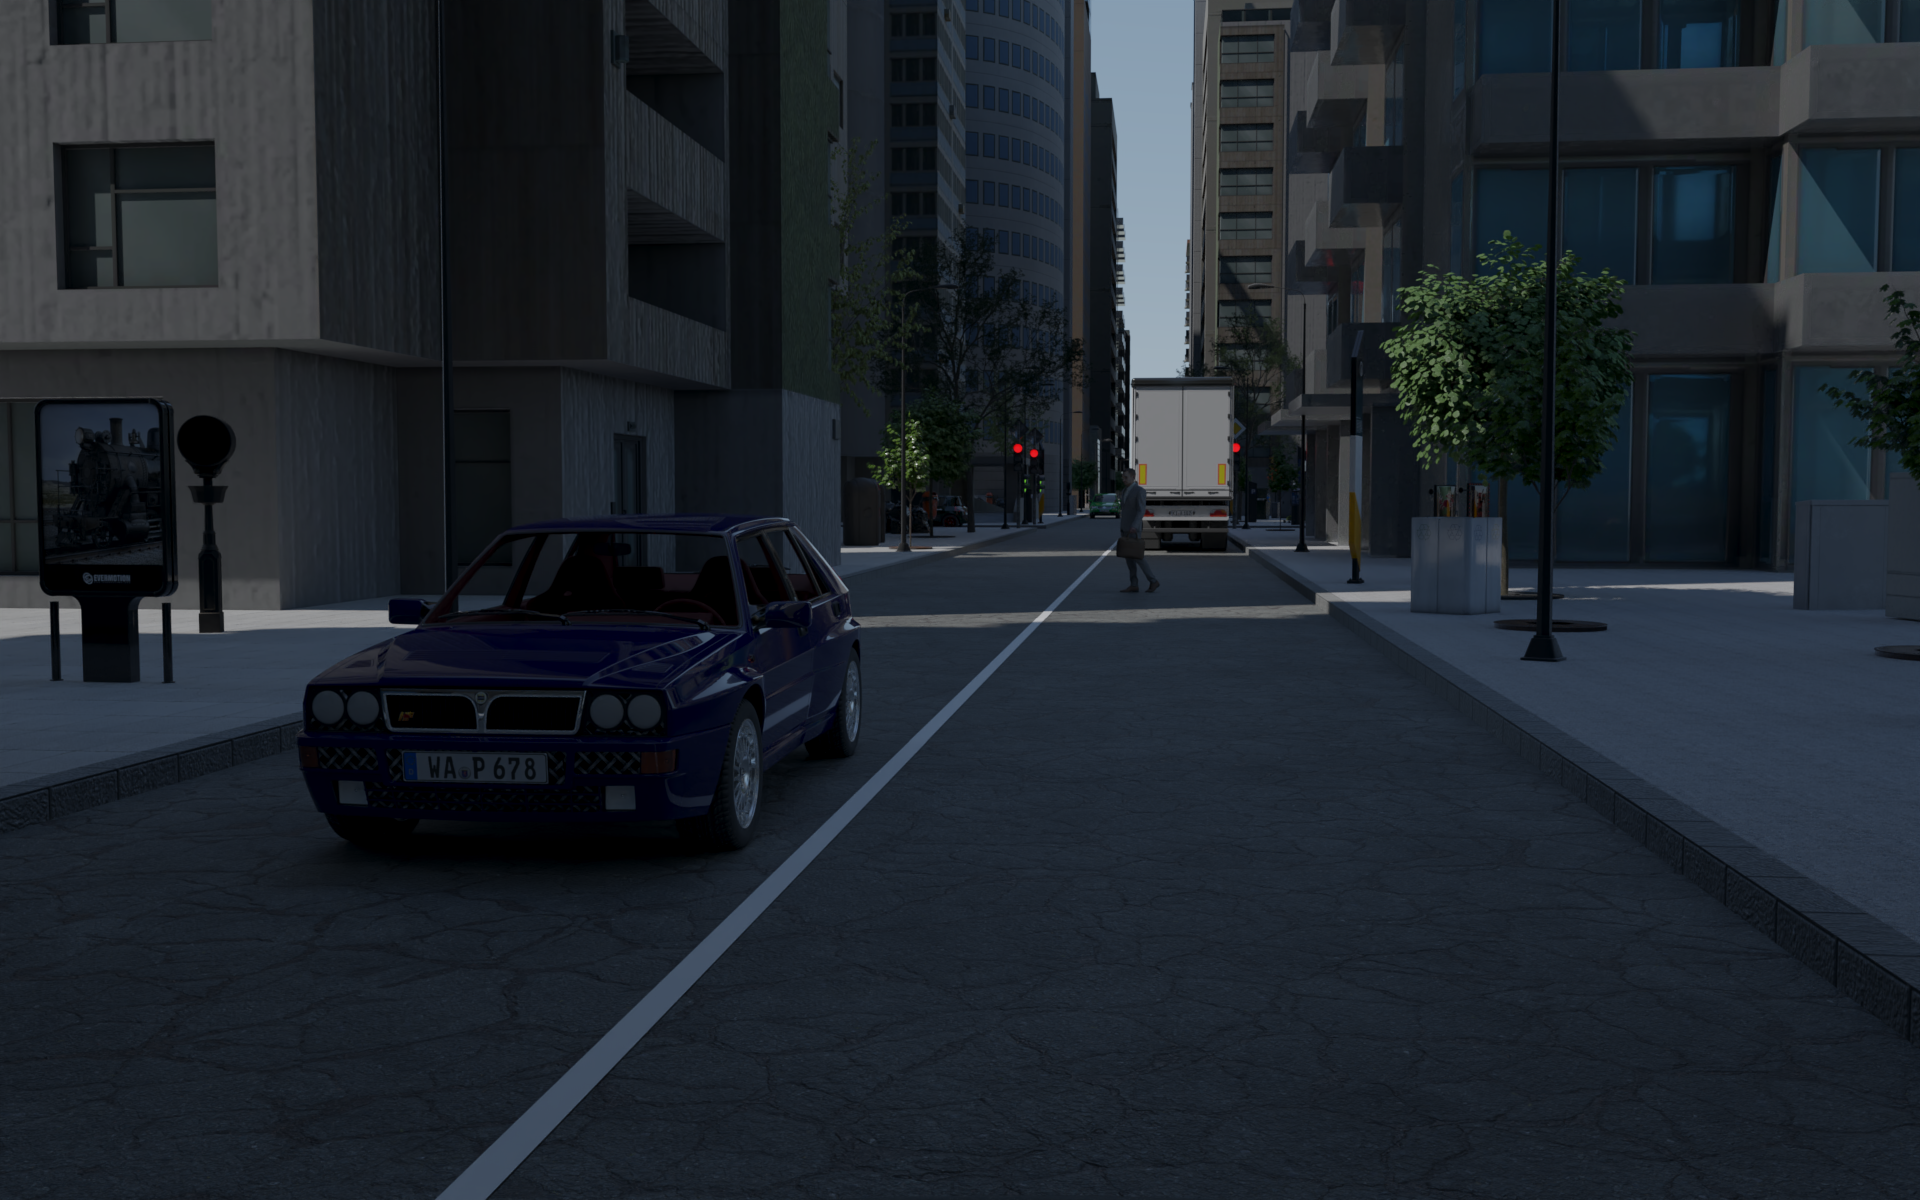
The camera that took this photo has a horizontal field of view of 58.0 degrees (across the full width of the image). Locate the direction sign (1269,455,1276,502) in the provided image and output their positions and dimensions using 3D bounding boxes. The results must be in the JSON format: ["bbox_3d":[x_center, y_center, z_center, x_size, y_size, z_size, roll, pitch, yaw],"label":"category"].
[{"bbox_3d":[18.268,-6.622,100.263,0.876,3.537,0.379,-1,4,-12],"label":"direction sign"}]

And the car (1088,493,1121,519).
[{"bbox_3d":[8.579,-5.713,102.209,1.959,1.807,4.718,0,4,6],"label":"car"}]

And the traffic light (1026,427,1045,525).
[{"bbox_3d":[3.145,-5.121,72.656,0.839,4.253,0.868,0,4,7],"label":"traffic light"}]

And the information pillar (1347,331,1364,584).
[{"bbox_3d":[5.656,-2.041,24.727,0.183,3.616,0.504,2,4,24],"label":"information pillar"}]

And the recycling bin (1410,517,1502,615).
[{"bbox_3d":[5.377,-0.380,18.770,0.722,1.027,0.722,-3,5,-44],"label":"recycling bin"}]

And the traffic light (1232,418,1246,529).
[{"bbox_3d":[10.113,-4.580,63.808,0.839,4.253,0.868,0,4,7],"label":"traffic light"}]

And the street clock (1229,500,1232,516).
[{"bbox_3d":[15.565,-5.838,100.022,0.471,2.002,0.358,2,4,35],"label":"street clock"}]

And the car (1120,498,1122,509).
[{"bbox_3d":[16.041,-9.228,162.873,2.014,1.417,4.499,1,4,9],"label":"car"}]

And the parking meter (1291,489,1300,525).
[{"bbox_3d":[13.904,-3.872,71.712,0.372,1.533,0.369,0,3,0],"label":"parking meter"}]

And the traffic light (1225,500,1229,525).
[{"bbox_3d":[11.053,-5.065,71.738,0.839,4.253,0.868,0,4,7],"label":"traffic light"}]

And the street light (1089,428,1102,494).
[{"bbox_3d":[9.101,-9.141,121.999,1.470,5.913,1.316,0,4,7],"label":"street light"}]

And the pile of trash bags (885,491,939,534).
[{"bbox_3d":[-1.771,-2.877,56.787,1.912,1.369,3.447,2,4,32],"label":"pile of trash bags"}]

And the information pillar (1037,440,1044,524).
[{"bbox_3d":[3.544,-5.140,75.387,0.183,3.616,0.504,-1,4,-17],"label":"information pillar"}]

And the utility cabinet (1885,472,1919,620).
[{"bbox_3d":[9.768,-0.525,17.270,0.318,1.500,1.173,0,4,-6],"label":"utility cabinet"}]

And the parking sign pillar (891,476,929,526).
[{"bbox_3d":[-1.877,-4.618,63.973,1.447,3.967,1.447,1,4,9],"label":"parking sign pillar"}]

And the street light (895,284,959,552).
[{"bbox_3d":[-0.718,-4.030,38.437,1.470,5.913,1.316,0,4,7],"label":"street light"}]

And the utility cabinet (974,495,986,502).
[{"bbox_3d":[1.164,-5.918,107.925,1.020,1.237,0.306,-1,4,-11],"label":"utility cabinet"}]

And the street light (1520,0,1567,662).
[{"bbox_3d":[3.976,-2.492,13.285,1.470,5.913,1.316,0,4,7],"label":"street light"}]

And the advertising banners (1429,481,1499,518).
[{"bbox_3d":[7.435,-1.756,24.900,2.074,3.025,0.090,-3,4,-37],"label":"advertising banners"}]

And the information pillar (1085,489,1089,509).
[{"bbox_3d":[10.841,-8.755,147.636,0.304,2.012,0.304,0,4,-4],"label":"information pillar"}]

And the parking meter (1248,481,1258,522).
[{"bbox_3d":[13.228,-4.436,78.237,0.399,1.863,0.255,0,4,-4],"label":"parking meter"}]

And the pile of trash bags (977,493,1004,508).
[{"bbox_3d":[1.765,-5.816,104.850,1.912,1.369,3.447,0,4,-1],"label":"pile of trash bags"}]

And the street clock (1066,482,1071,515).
[{"bbox_3d":[6.559,-6.132,104.833,0.358,2.002,0.471,0,4,6],"label":"street clock"}]

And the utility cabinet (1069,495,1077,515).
[{"bbox_3d":[6.995,-5.878,107.270,0.306,1.237,1.020,1,4,15],"label":"utility cabinet"}]

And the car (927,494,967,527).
[{"bbox_3d":[-1.649,-3.583,68.368,4.222,1.686,2.009,0,4,7],"label":"car"}]

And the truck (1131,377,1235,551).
[{"bbox_3d":[6.015,-3.562,47.160,2.839,4.237,11.283,0,4,7],"label":"truck"}]

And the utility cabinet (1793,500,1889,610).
[{"bbox_3d":[9.843,-0.498,19.302,1.020,1.237,0.306,0,4,-8],"label":"utility cabinet"}]

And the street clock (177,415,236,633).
[{"bbox_3d":[-6.943,-0.700,16.010,0.471,2.002,0.358,-1,4,-12],"label":"street clock"}]

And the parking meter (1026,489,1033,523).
[{"bbox_3d":[3.070,-4.236,77.664,0.372,1.533,0.369,0,3,0],"label":"parking meter"}]

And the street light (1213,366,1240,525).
[{"bbox_3d":[9.895,-5.534,63.021,1.470,5.913,1.316,0,4,7],"label":"street light"}]

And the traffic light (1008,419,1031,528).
[{"bbox_3d":[2.205,-4.636,64.727,0.839,4.253,0.868,0,4,7],"label":"traffic light"}]

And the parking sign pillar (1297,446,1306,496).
[{"bbox_3d":[19.332,-6.573,95.934,1.447,3.967,1.447,1,4,16],"label":"parking sign pillar"}]

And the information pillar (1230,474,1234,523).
[{"bbox_3d":[12.015,-5.181,76.067,0.183,3.616,0.504,-1,4,-15],"label":"information pillar"}]

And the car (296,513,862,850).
[{"bbox_3d":[-1.568,0.264,8.272,1.945,1.354,3.894,0,4,6],"label":"car"}]

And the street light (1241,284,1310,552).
[{"bbox_3d":[7.047,-4.023,38.309,1.470,5.913,1.316,0,4,7],"label":"street light"}]

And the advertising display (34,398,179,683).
[{"bbox_3d":[-5.800,-0.402,11.783,0.974,1.923,0.123,1,4,10],"label":"advertising display"}]

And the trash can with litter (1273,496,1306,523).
[{"bbox_3d":[14.981,-3.996,76.390,2.233,1.210,1.678,2,4,28],"label":"trash can with litter"}]

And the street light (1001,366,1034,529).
[{"bbox_3d":[2.191,-5.533,63.002,1.470,5.913,1.316,0,4,7],"label":"street light"}]

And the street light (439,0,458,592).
[{"bbox_3d":[-3.711,-2.551,14.253,1.470,5.913,1.316,0,4,7],"label":"street light"}]
